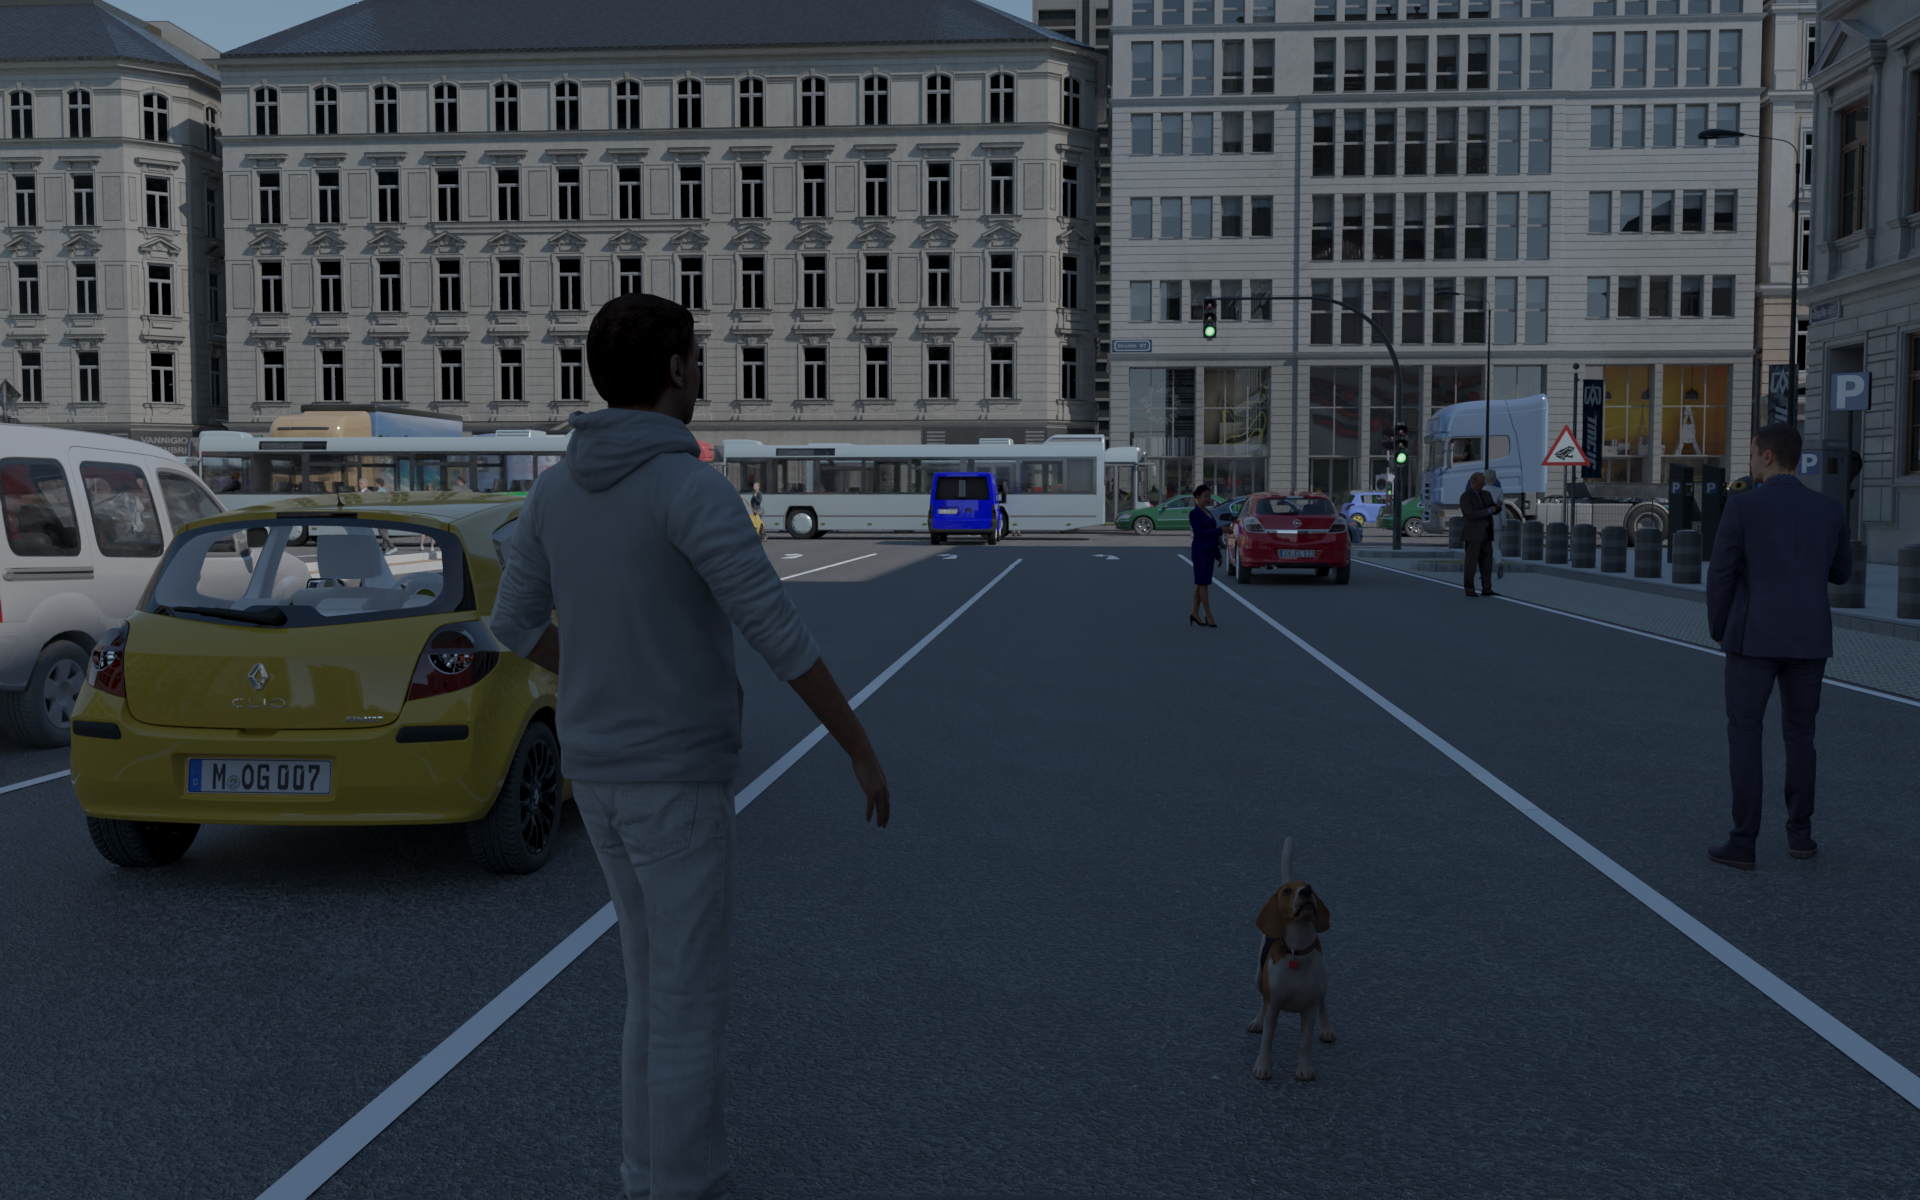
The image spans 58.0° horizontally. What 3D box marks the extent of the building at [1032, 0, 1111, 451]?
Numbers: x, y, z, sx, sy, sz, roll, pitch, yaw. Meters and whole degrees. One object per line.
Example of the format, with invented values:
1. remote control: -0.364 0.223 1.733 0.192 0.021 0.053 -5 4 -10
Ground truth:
1. building: 20.945 -49.640 249.865 20.611 71.187 20.563 0 4 4

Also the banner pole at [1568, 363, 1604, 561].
1. banner pole: 11.968 -2.641 33.197 0.863 3.779 0.401 -1 4 -16

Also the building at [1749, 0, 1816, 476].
1. building: 47.242 -18.299 85.099 20.117 28.700 13.634 0 4 4

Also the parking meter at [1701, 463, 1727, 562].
1. parking meter: 14.333 -1.665 32.941 0.399 1.863 0.255 3 5 43

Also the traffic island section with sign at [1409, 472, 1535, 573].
1. traffic island section with sign: 9.510 -1.454 32.406 1.989 1.847 2.006 0 4 4

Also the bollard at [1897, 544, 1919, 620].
1. bollard: 9.890 -0.192 17.848 0.404 0.777 0.398 0 3 0

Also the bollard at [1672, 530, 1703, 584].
1. bollard: 10.445 -0.621 24.874 0.404 0.777 0.398 0 3 0

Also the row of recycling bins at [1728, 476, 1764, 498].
1. row of recycling bins: 17.811 -1.869 37.678 1.069 1.692 3.534 0 3 0

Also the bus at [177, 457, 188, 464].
1. bus: -30.274 -4.731 72.217 13.247 3.499 2.948 0 4 3

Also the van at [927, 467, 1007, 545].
1. van: 0.195 -2.817 50.442 2.240 2.365 5.245 0 4 3

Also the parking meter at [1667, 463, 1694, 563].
1. parking meter: 13.336 -1.611 32.044 0.255 1.863 0.399 -2 4 -27

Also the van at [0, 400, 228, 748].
1. van: -5.718 -0.257 11.213 2.013 2.044 4.112 0 4 6

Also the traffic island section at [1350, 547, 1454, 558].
1. traffic island section: 10.079 -1.078 39.913 2.009 0.180 2.903 0 4 4

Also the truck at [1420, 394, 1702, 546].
1. truck: 21.477 -3.487 46.771 18.799 4.110 2.967 0 4 6

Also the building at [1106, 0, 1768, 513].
1. building: 22.266 -18.860 85.847 29.804 29.767 11.434 0 4 4

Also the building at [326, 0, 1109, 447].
1. building: -14.360 -19.280 91.649 44.131 29.872 17.030 0 4 4

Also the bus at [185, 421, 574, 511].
1. bus: -15.262 -3.243 47.879 13.247 3.499 2.948 0 4 3

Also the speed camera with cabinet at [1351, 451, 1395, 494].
1. speed camera with cabinet: 18.942 -5.213 79.565 0.660 3.252 2.038 -3 5 -42

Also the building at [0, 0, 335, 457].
1. building: -59.832 -19.486 95.010 44.131 29.872 17.030 0 4 4

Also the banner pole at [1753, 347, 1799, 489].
1. banner pole: 13.778 -2.411 29.436 0.863 3.779 0.401 2 4 23

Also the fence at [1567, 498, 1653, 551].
1. fence: 14.191 -1.632 37.889 0.480 1.192 2.264 -2 4 -35

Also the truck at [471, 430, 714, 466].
1. truck: -15.713 -5.375 76.801 11.283 4.237 2.839 0 4 4

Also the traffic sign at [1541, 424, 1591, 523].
1. traffic sign: 11.329 -1.984 32.440 0.884 2.594 0.081 1 4 14

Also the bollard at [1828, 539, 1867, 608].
1. bollard: 10.033 -0.299 19.599 0.404 0.777 0.398 0 3 0

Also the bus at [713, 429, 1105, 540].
1. bus: -2.039 -3.684 55.093 13.247 3.499 2.948 0 4 6

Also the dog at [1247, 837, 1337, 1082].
1. dog: 0.850 0.911 4.396 0.406 0.507 0.540 -2 4 -29

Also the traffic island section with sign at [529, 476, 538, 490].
1. traffic island section with sign: -10.262 -2.055 41.743 2.006 1.907 1.989 0 4 4

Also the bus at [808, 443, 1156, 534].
1. bus: 1.138 -4.193 63.419 13.247 3.499 2.948 0 4 3

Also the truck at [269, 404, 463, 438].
1. truck: -19.308 -4.136 56.532 2.839 4.237 11.283 0 4 3

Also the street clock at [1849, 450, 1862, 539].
1. street clock: 14.428 -1.451 28.287 0.471 2.002 0.358 0 4 -7

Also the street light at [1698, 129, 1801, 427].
1. street light: 10.082 -3.034 22.153 1.470 5.913 1.316 0 4 4

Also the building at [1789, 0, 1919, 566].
1. building: 21.188 -11.493 24.060 11.583 22.565 21.152 0 4 4

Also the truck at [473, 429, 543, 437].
1. truck: -12.066 -5.070 72.653 18.799 4.110 2.967 0 4 3

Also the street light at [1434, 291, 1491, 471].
1. street light: 11.533 -4.106 39.672 1.470 5.913 1.316 0 4 4
